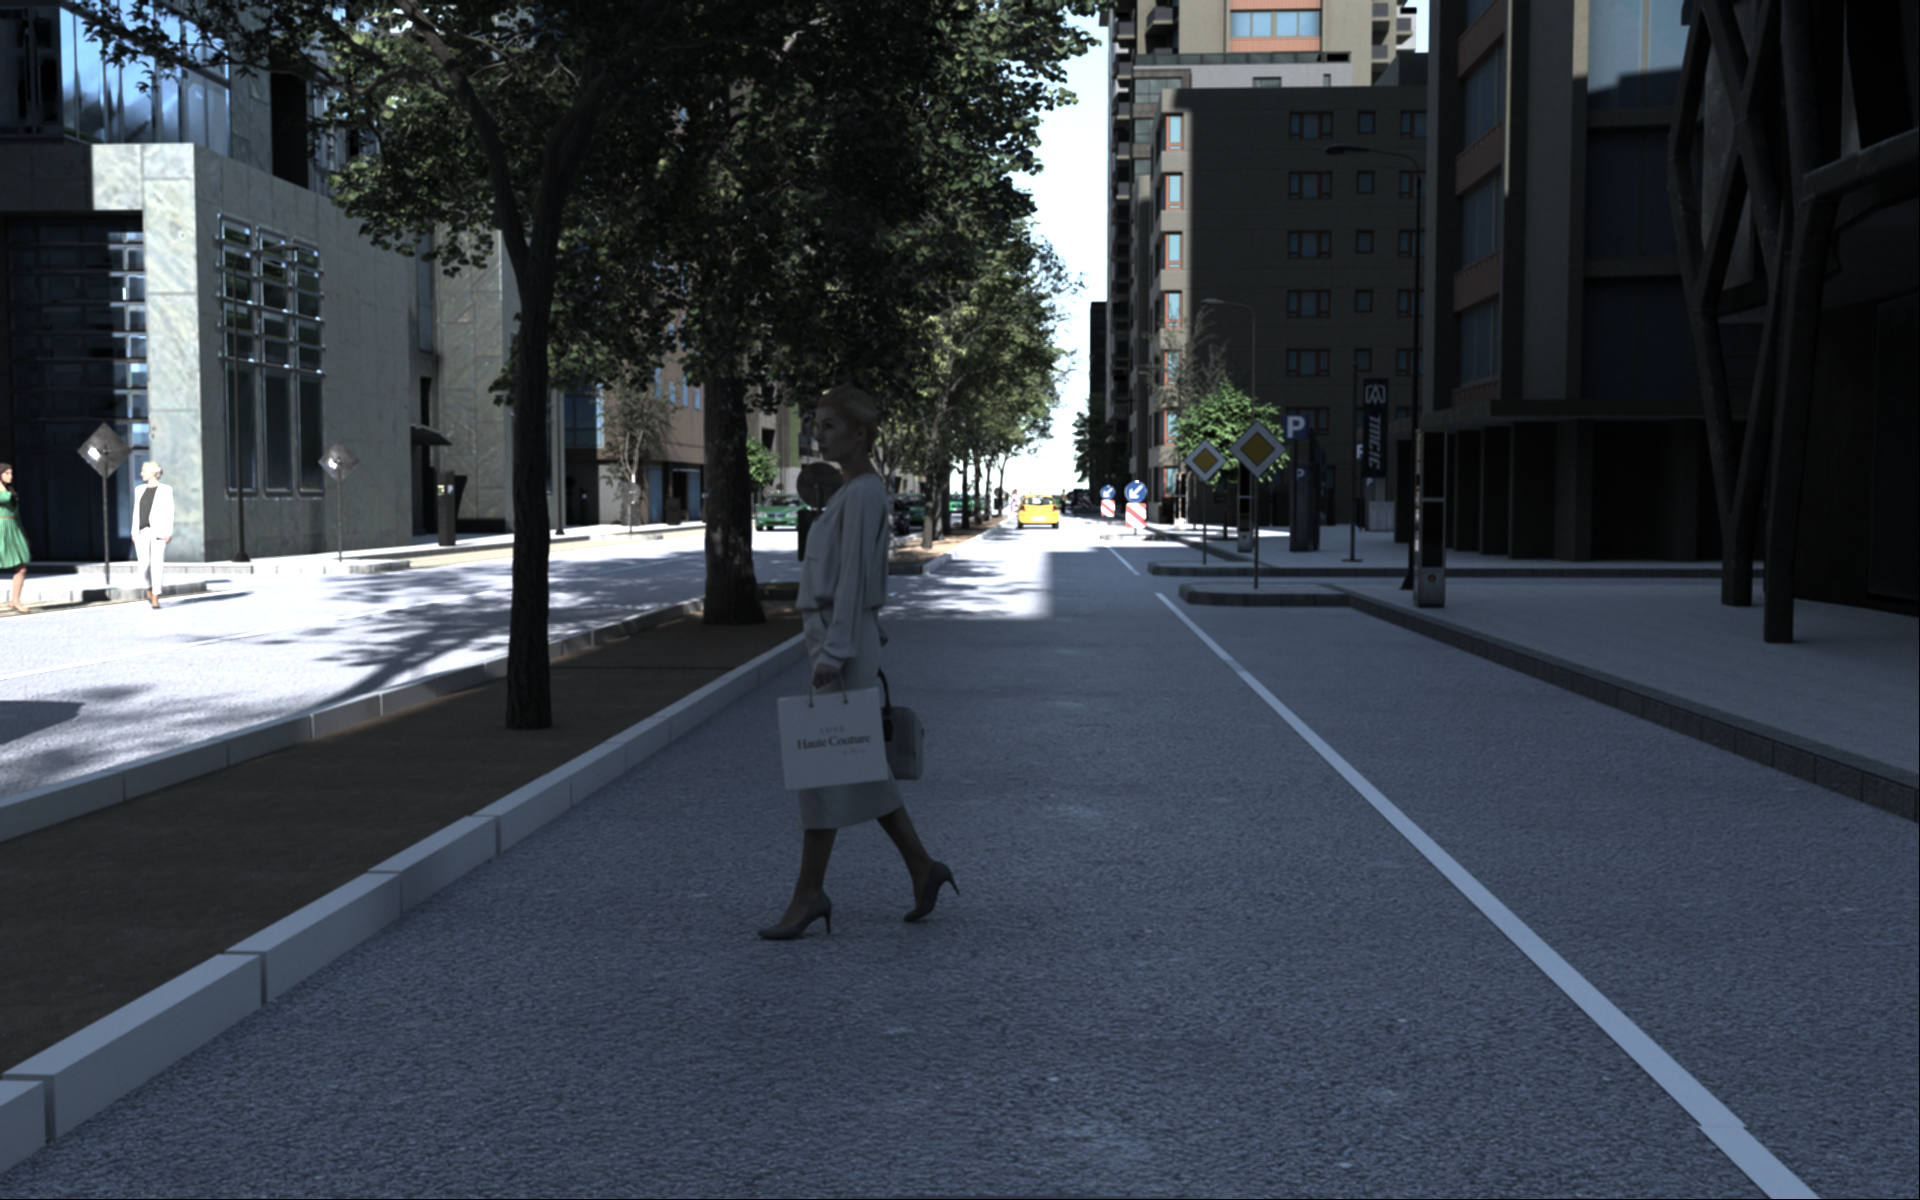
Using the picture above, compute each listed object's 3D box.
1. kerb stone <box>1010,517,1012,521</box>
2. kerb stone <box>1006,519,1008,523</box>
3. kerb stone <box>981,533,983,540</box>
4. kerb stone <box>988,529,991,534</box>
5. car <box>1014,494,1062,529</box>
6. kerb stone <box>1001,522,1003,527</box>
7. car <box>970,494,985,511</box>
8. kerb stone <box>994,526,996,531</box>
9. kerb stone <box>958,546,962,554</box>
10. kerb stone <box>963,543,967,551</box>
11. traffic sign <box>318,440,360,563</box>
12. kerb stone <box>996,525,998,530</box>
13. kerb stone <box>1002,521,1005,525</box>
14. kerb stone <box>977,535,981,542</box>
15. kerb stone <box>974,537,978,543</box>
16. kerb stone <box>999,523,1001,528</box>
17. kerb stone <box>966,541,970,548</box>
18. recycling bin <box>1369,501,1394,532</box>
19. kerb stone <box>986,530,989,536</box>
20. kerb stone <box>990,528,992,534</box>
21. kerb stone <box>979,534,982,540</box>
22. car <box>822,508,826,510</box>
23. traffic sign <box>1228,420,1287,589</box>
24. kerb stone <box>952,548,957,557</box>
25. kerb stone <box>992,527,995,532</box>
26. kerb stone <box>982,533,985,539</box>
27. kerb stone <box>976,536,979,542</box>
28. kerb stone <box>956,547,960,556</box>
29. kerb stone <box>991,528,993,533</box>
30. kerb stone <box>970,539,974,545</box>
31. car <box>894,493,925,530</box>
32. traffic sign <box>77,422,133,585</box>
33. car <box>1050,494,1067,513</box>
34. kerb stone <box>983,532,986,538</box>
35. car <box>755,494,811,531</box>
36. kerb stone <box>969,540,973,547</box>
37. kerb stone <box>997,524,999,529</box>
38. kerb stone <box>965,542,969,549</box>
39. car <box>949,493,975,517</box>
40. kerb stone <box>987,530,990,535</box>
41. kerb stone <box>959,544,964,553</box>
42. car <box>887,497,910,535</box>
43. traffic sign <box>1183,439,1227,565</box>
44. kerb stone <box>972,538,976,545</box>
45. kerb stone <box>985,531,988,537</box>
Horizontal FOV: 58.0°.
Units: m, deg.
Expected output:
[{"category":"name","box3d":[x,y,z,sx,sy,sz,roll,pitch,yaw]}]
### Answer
[{"category":"kerb stone","box3d":[2.415,-4.011,87.781,0.120,0.150,1.000,0,4,3]},{"category":"kerb stone","box3d":[2.027,-3.574,80.626,0.120,0.150,1.000,0,4,3]},{"category":"kerb stone","box3d":[0.561,-1.877,52.977,0.120,0.150,1.000,0,4,3]},{"category":"kerb stone","box3d":[0.898,-2.257,59.116,0.120,0.150,1.000,0,4,3]},{"category":"car","box3d":[3.251,-3.797,72.303,2.015,1.641,3.980,0,4,1]},{"category":"kerb stone","box3d":[1.646,-3.134,73.452,0.120,0.150,1.000,0,4,3]},{"category":"car","box3d":[1.290,-7.183,129.239,2.131,1.459,4.920,0,4,1]},{"category":"kerb stone","box3d":[1.156,-2.571,64.237,0.120,0.150,1.000,0,4,3]},{"category":"kerb stone","box3d":[-0.095,-1.131,40.684,0.120,0.150,1.000,0,4,3]},{"category":"kerb stone","box3d":[0.021,-1.256,42.728,0.120,0.150,1.000,0,4,3]},{"category":"traffic sign","box3d":[-11.577,-1.753,32.310,0.795,2.450,0.064,0,4,3]},{"category":"kerb stone","box3d":[1.269,-2.696,66.281,0.120,0.150,1.000,0,4,3]},{"category":"kerb stone","box3d":[1.763,-3.260,75.503,0.120,0.150,1.000,0,4,3]},{"category":"kerb stone","box3d":[0.450,-1.758,50.931,0.120,0.150,1.000,0,4,3]},{"category":"kerb stone","box3d":[0.341,-1.632,48.878,0.120,0.150,1.000,0,4,3]},{"category":"kerb stone","box3d":[1.491,-2.946,70.376,0.120,0.150,1.000,0,4,3]},{"category":"kerb stone","box3d":[0.119,-1.381,44.770,0.120,0.150,1.000,0,4,3]},{"category":"recycling bin","box3d":[14.441,-2.845,59.070,0.722,1.027,0.722,-3,5,-44]},{"category":"kerb stone","box3d":[0.784,-2.125,57.064,0.120,0.150,1.000,0,4,3]},{"category":"kerb stone","box3d":[0.948,-2.317,60.150,0.120,0.150,1.000,0,4,3]},{"category":"kerb stone","box3d":[0.510,-1.820,51.951,0.120,0.150,1.000,0,4,3]},{"category":"car","box3d":[-5.640,-4.396,81.469,1.945,1.707,3.694,0,4,2]},{"category":"traffic sign","box3d":[4.018,-1.212,23.464,0.795,2.450,0.064,0,4,3]},{"category":"kerb stone","box3d":[-0.202,-1.002,38.641,0.120,0.150,1.000,0,4,3]},{"category":"kerb stone","box3d":[1.105,-2.507,63.213,0.120,0.150,1.000,0,4,3]},{"category":"kerb stone","box3d":[0.617,-1.945,53.997,0.120,0.150,1.000,0,4,3]},{"category":"kerb stone","box3d":[0.399,-1.695,49.910,0.120,0.150,1.000,0,4,3]},{"category":"kerb stone","box3d":[-0.152,-1.068,39.662,0.120,0.150,1.000,0,4,3]},{"category":"kerb stone","box3d":[0.996,-2.382,61.170,0.120,0.150,1.000,0,4,3]},{"category":"kerb stone","box3d":[0.231,-1.506,46.816,0.120,0.150,1.000,0,4,3]},{"category":"car","box3d":[-2.040,-3.640,68.315,1.959,1.807,4.718,0,4,2]},{"category":"traffic sign","box3d":[-12.003,-1.266,24.336,0.795,2.450,0.064,0,4,3]},{"category":"car","box3d":[7.112,-7.411,132.974,2.131,1.459,4.920,0,4,4]},{"category":"kerb stone","box3d":[0.673,-2.008,55.023,0.120,0.150,1.000,0,4,3]},{"category":"car","box3d":[-6.887,-3.439,68.020,2.131,1.459,4.920,0,4,2]},{"category":"kerb stone","box3d":[0.181,-1.443,45.794,0.120,0.150,1.000,0,4,3]},{"category":"kerb stone","box3d":[1.381,-2.822,68.331,0.120,0.150,1.000,0,4,3]},{"category":"kerb stone","box3d":[0.068,-1.318,43.749,0.120,0.150,1.000,0,4,3]},{"category":"car","box3d":[-0.018,-6.215,110.403,1.959,1.807,4.718,0,4,3]},{"category":"kerb stone","box3d":[0.836,-2.195,58.089,0.120,0.150,1.000,0,4,3]},{"category":"kerb stone","box3d":[-0.039,-1.193,41.708,0.120,0.150,1.000,0,4,3]},{"category":"car","box3d":[-2.726,-3.004,61.701,1.945,1.354,3.894,0,4,2]},{"category":"traffic sign","box3d":[4.443,-1.700,31.438,0.795,2.450,0.064,0,4,3]},{"category":"kerb stone","box3d":[0.295,-1.569,47.848,0.120,0.150,1.000,0,4,3]},{"category":"kerb stone","box3d":[0.730,-2.069,56.043,0.120,0.150,1.000,0,4,3]}]
